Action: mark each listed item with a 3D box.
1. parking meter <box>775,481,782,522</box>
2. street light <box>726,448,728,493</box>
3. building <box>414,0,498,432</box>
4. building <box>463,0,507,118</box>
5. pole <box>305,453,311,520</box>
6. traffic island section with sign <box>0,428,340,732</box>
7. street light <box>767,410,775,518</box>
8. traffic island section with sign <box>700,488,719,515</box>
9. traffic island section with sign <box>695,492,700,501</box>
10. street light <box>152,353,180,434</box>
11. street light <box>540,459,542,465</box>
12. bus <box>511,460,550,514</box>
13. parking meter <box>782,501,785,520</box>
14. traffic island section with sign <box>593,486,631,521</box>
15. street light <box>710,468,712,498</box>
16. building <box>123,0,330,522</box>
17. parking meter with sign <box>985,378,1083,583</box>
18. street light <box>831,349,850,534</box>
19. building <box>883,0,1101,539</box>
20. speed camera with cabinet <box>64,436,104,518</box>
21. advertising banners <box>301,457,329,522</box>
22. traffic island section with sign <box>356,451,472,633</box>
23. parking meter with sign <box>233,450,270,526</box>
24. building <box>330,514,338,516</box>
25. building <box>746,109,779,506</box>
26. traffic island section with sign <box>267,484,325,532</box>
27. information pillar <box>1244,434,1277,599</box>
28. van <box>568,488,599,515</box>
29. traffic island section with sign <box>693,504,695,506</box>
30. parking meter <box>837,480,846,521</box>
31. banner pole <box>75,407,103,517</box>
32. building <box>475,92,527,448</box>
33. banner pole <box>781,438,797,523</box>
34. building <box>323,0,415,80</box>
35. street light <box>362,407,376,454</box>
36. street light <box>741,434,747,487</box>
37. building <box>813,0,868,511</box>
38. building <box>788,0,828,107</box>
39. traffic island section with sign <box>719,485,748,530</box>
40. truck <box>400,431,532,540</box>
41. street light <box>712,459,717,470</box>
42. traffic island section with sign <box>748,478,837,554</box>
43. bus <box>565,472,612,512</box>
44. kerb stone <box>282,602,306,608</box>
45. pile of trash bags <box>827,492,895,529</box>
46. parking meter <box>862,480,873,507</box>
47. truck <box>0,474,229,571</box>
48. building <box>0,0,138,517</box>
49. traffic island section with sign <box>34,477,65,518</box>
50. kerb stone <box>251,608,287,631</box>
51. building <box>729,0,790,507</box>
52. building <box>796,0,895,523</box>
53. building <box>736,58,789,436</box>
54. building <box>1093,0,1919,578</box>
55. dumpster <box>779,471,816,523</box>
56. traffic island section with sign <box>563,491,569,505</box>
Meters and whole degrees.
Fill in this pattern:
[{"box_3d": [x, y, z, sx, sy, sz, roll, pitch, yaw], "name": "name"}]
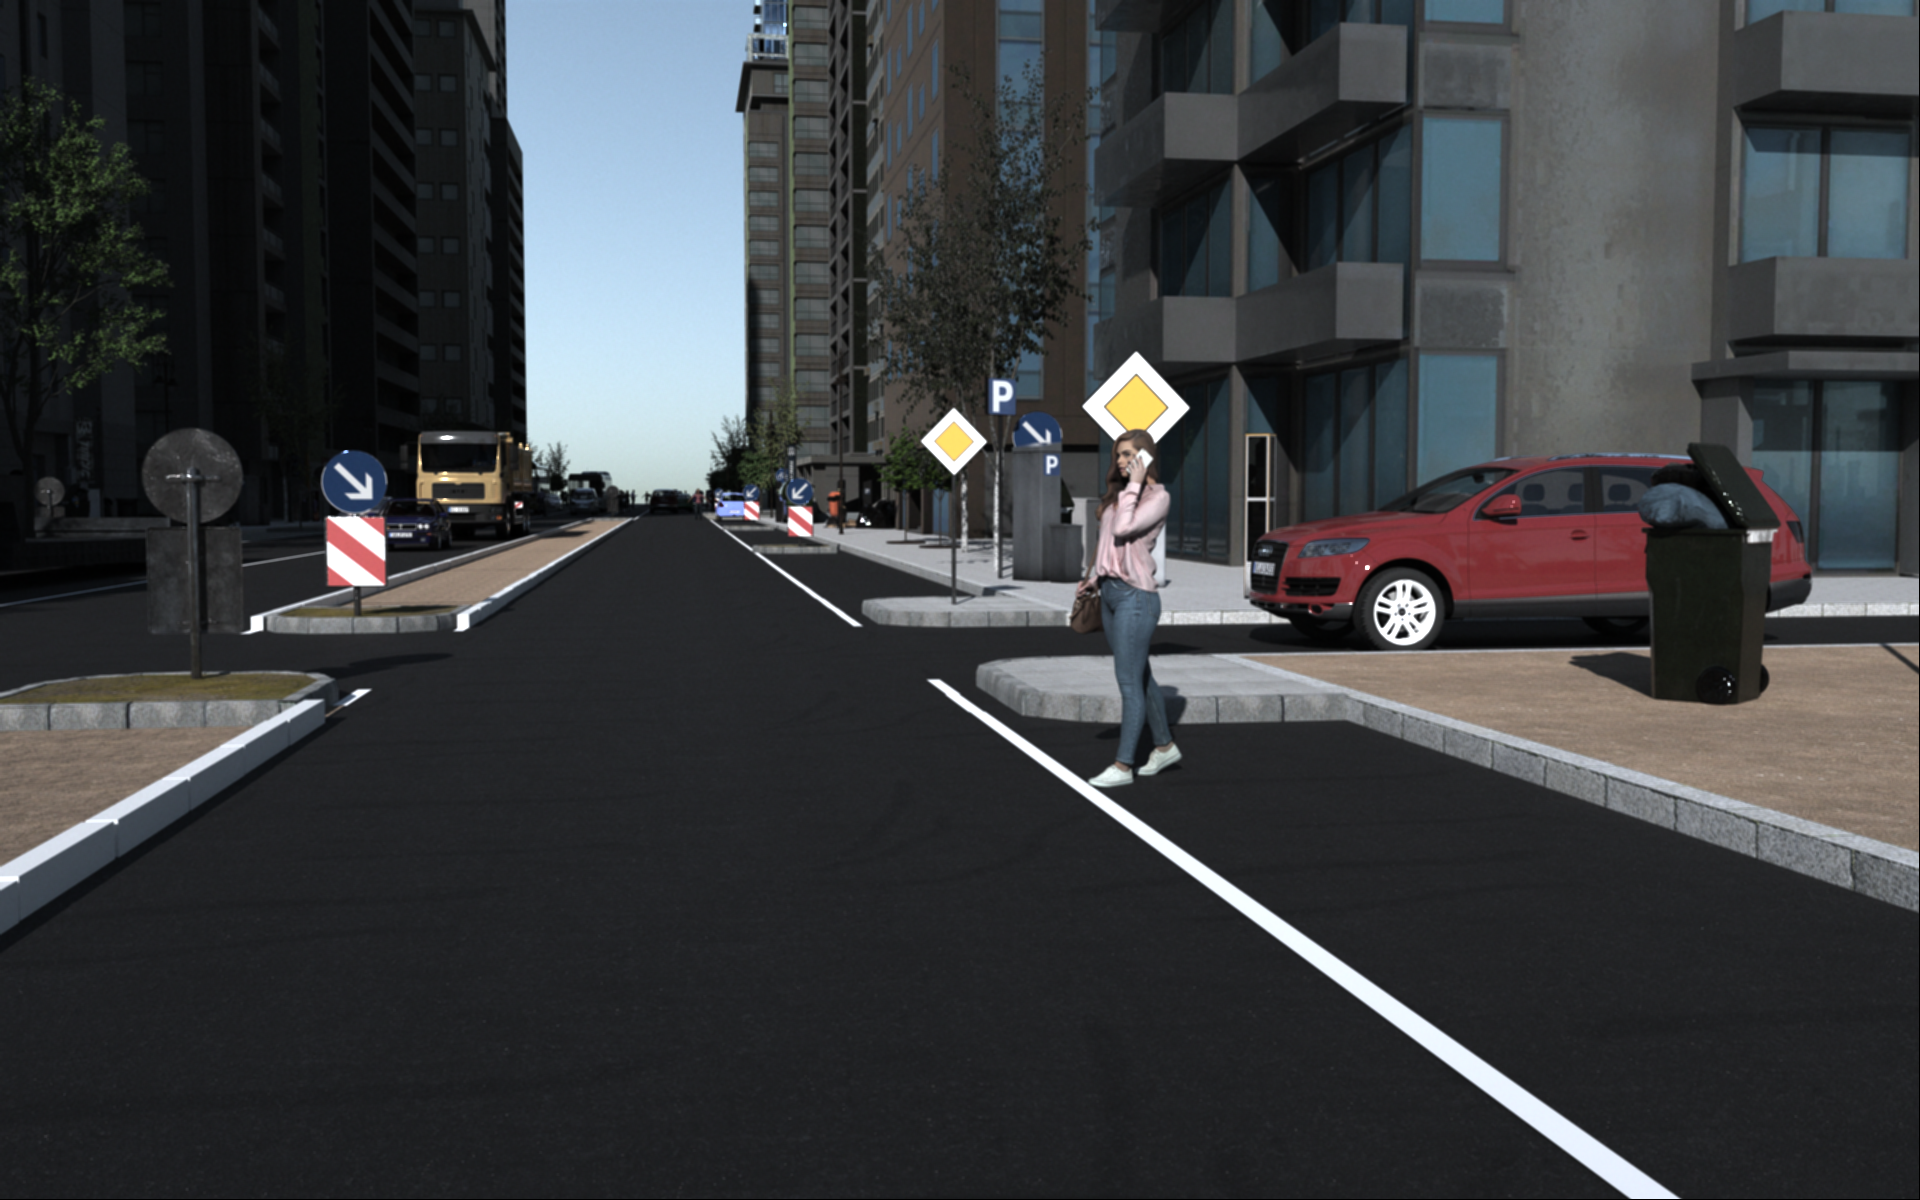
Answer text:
[{"box_3d": [-8.238, -4.469, 78.778, 0.255, 1.863, 0.399, -1, 4, -15], "name": "parking meter"}, {"box_3d": [-22.662, -12.002, 169.025, 0.468, 5.910, 1.993, -1, 4, -9], "name": "street light"}, {"box_3d": [-65.307, -36.533, 186.546, 28.713, 52.752, 27.495, -1, 4, -9], "name": "building"}, {"box_3d": [-68.950, -48.521, 231.565, 20.563, 71.187, 20.611, -1, 4, -9], "name": "building"}, {"box_3d": [-31.721, -5.528, 84.227, 0.158, 3.312, 0.155, 0, 3, 0], "name": "pole"}, {"box_3d": [-5.223, -0.201, 11.428, 2.006, 1.907, 1.989, -1, 4, -9], "name": "traffic island section with sign"}, {"box_3d": [-10.200, -7.391, 93.635, 0.468, 5.910, 1.993, -1, 4, -9], "name": "street light"}, {"box_3d": [-16.648, -6.739, 118.804, 1.989, 1.847, 2.006, -1, 4, -9], "name": "traffic island section with sign"}, {"box_3d": [-21.040, -8.365, 145.400, 1.989, 1.847, 2.006, -1, 4, -9], "name": "traffic island section with sign"}, {"box_3d": [-25.504, -5.075, 55.757, 0.468, 5.910, 1.993, -1, 4, -9], "name": "street light"}, {"box_3d": [-51.386, -14.661, 212.490, 0.468, 5.910, 1.993, -1, 4, -9], "name": "street light"}, {"box_3d": [-31.613, -8.227, 126.058, 2.896, 3.916, 12.252, -1, 4, -9], "name": "bus"}, {"box_3d": [-8.864, -4.774, 86.467, 0.372, 1.533, 0.369, 0, 3, 0], "name": "parking meter"}, {"box_3d": [-18.649, -5.183, 92.879, 2.006, 1.907, 1.989, -1, 4, -9], "name": "traffic island section with sign"}, {"box_3d": [-36.149, -17.061, 251.736, 0.468, 5.910, 1.993, -1, 4, -9], "name": "street light"}, {"box_3d": [-38.808, -24.339, 81.544, 14.154, 41.232, 14.086, -1, 4, -9], "name": "building"}, {"box_3d": [1.124, -1.793, 25.577, 0.543, 3.016, 1.738, -3, 4, -38], "name": "parking meter with sign"}, {"box_3d": [-3.794, -5.042, 55.221, 0.468, 5.910, 1.993, -1, 4, -9], "name": "street light"}, {"box_3d": [5.210, -24.814, 55.815, 14.600, 45.320, 14.200, -1, 4, -9], "name": "building"}, {"box_3d": [-29.653, -3.931, 58.605, 2.038, 3.252, 0.660, 3, 5, 44], "name": "speed camera with cabinet"}, {"box_3d": [-30.287, -5.206, 81.303, 0.090, 3.025, 2.074, 1, 4, 19], "name": "advertising banners"}, {"box_3d": [-6.418, -0.648, 18.738, 2.006, 1.907, 1.989, -1, 4, -9], "name": "traffic island section with sign"}, {"box_3d": [-28.607, -4.493, 69.727, 0.543, 3.016, 1.738, 1, 4, 22], "name": "parking meter with sign"}, {"box_3d": [-45.697, -40.397, 98.747, 20.563, 71.187, 20.611, -1, 4, -9], "name": "building"}, {"box_3d": [-16.148, -30.878, 188.447, 14.154, 41.232, 14.086, -1, 4, -9], "name": "building"}, {"box_3d": [-25.124, -3.499, 65.835, 1.989, 1.847, 2.006, -1, 4, -9], "name": "traffic island section with sign"}, {"box_3d": [3.677, -1.023, 21.213, 0.304, 2.012, 0.304, 2, 4, 26], "name": "information pillar"}, {"box_3d": [-25.599, -6.785, 117.949, 2.013, 2.044, 4.112, 0, 4, -8], "name": "van"}, {"box_3d": [-29.981, -11.680, 199.594, 1.989, 1.847, 2.006, -1, 4, -9], "name": "traffic island section with sign"}, {"box_3d": [-4.787, -3.928, 69.939, 0.255, 1.863, 0.399, 1, 4, 11], "name": "parking meter"}, {"box_3d": [-24.862, -3.644, 49.594, 0.863, 3.779, 0.401, -2, 4, -33], "name": "banner pole"}, {"box_3d": [-64.984, -35.955, 211.558, 21.300, 48.544, 21.600, -1, 4, -9], "name": "building"}, {"box_3d": [-7.597, -5.314, 76.903, 0.863, 3.779, 0.401, 3, 4, 37], "name": "banner pole"}, {"box_3d": [-50.346, -30.388, 120.540, 21.300, 48.544, 21.600, -1, 4, -9], "name": "building"}, {"box_3d": [-31.584, -7.331, 92.653, 0.468, 5.910, 1.993, -1, 4, -9], "name": "street light"}, {"box_3d": [-16.266, -9.657, 130.687, 0.468, 5.910, 1.993, -1, 4, -9], "name": "street light"}, {"box_3d": [0.324, -41.199, 111.854, 20.563, 71.187, 20.611, -1, 4, -9], "name": "building"}, {"box_3d": [-5.804, -27.261, 129.310, 14.154, 41.232, 14.086, -1, 4, -9], "name": "building"}, {"box_3d": [-8.482, -3.709, 69.269, 1.989, 1.847, 2.006, -1, 4, -9], "name": "traffic island section with sign"}, {"box_3d": [-15.553, -3.657, 55.710, 3.469, 3.379, 9.791, 0, 4, -8], "name": "truck"}, {"box_3d": [-30.038, -14.748, 213.913, 0.468, 5.910, 1.993, -1, 4, -9], "name": "street light"}, {"box_3d": [-4.104, -2.082, 42.671, 1.989, 1.847, 2.006, -1, 4, -9], "name": "traffic island section with sign"}, {"box_3d": [-29.307, -8.719, 137.407, 2.948, 3.499, 13.247, 0, 4, -8], "name": "bus"}, {"box_3d": [-7.621, 0.156, 19.649, 0.120, 0.150, 1.000, -1, 4, -9], "name": "kerb stone"}, {"box_3d": [-3.292, -3.335, 64.273, 3.447, 1.369, 1.912, -2, 4, -26], "name": "pile of trash bags"}, {"box_3d": [-3.768, -3.961, 70.470, 0.399, 1.863, 0.255, 0, 4, 4], "name": "parking meter"}, {"box_3d": [-15.398, -2.289, 27.192, 2.967, 4.110, 18.799, 0, 4, -8], "name": "truck"}, {"box_3d": [-40.584, -31.146, 51.239, 21.231, 58.520, 28.212, -1, 4, -9], "name": "building"}, {"box_3d": [-20.722, -1.867, 39.147, 1.989, 1.847, 2.006, -1, 4, -9], "name": "traffic island section with sign"}, {"box_3d": [-7.449, 0.219, 18.642, 0.120, 0.150, 1.000, -1, 4, -9], "name": "kerb stone"}, {"box_3d": [-20.212, -56.541, 237.122, 22.319, 86.520, 31.000, -1, 4, -9], "name": "building"}, {"box_3d": [8.295, -24.045, 85.012, 32.217, 40.220, 23.993, -1, 4, -9], "name": "building"}, {"box_3d": [-12.078, -37.961, 209.903, 28.713, 52.752, 27.495, -1, 4, -9], "name": "building"}, {"box_3d": [17.775, -25.464, 35.941, 30.456, 49.044, 23.786, -1, 4, -9], "name": "building"}, {"box_3d": [-7.085, -4.470, 75.570, 1.502, 2.255, 1.985, -1, 4, -9], "name": "dumpster"}, {"box_3d": [-51.163, -13.161, 223.816, 1.989, 1.847, 2.006, -1, 4, -9], "name": "traffic island section with sign"}]
